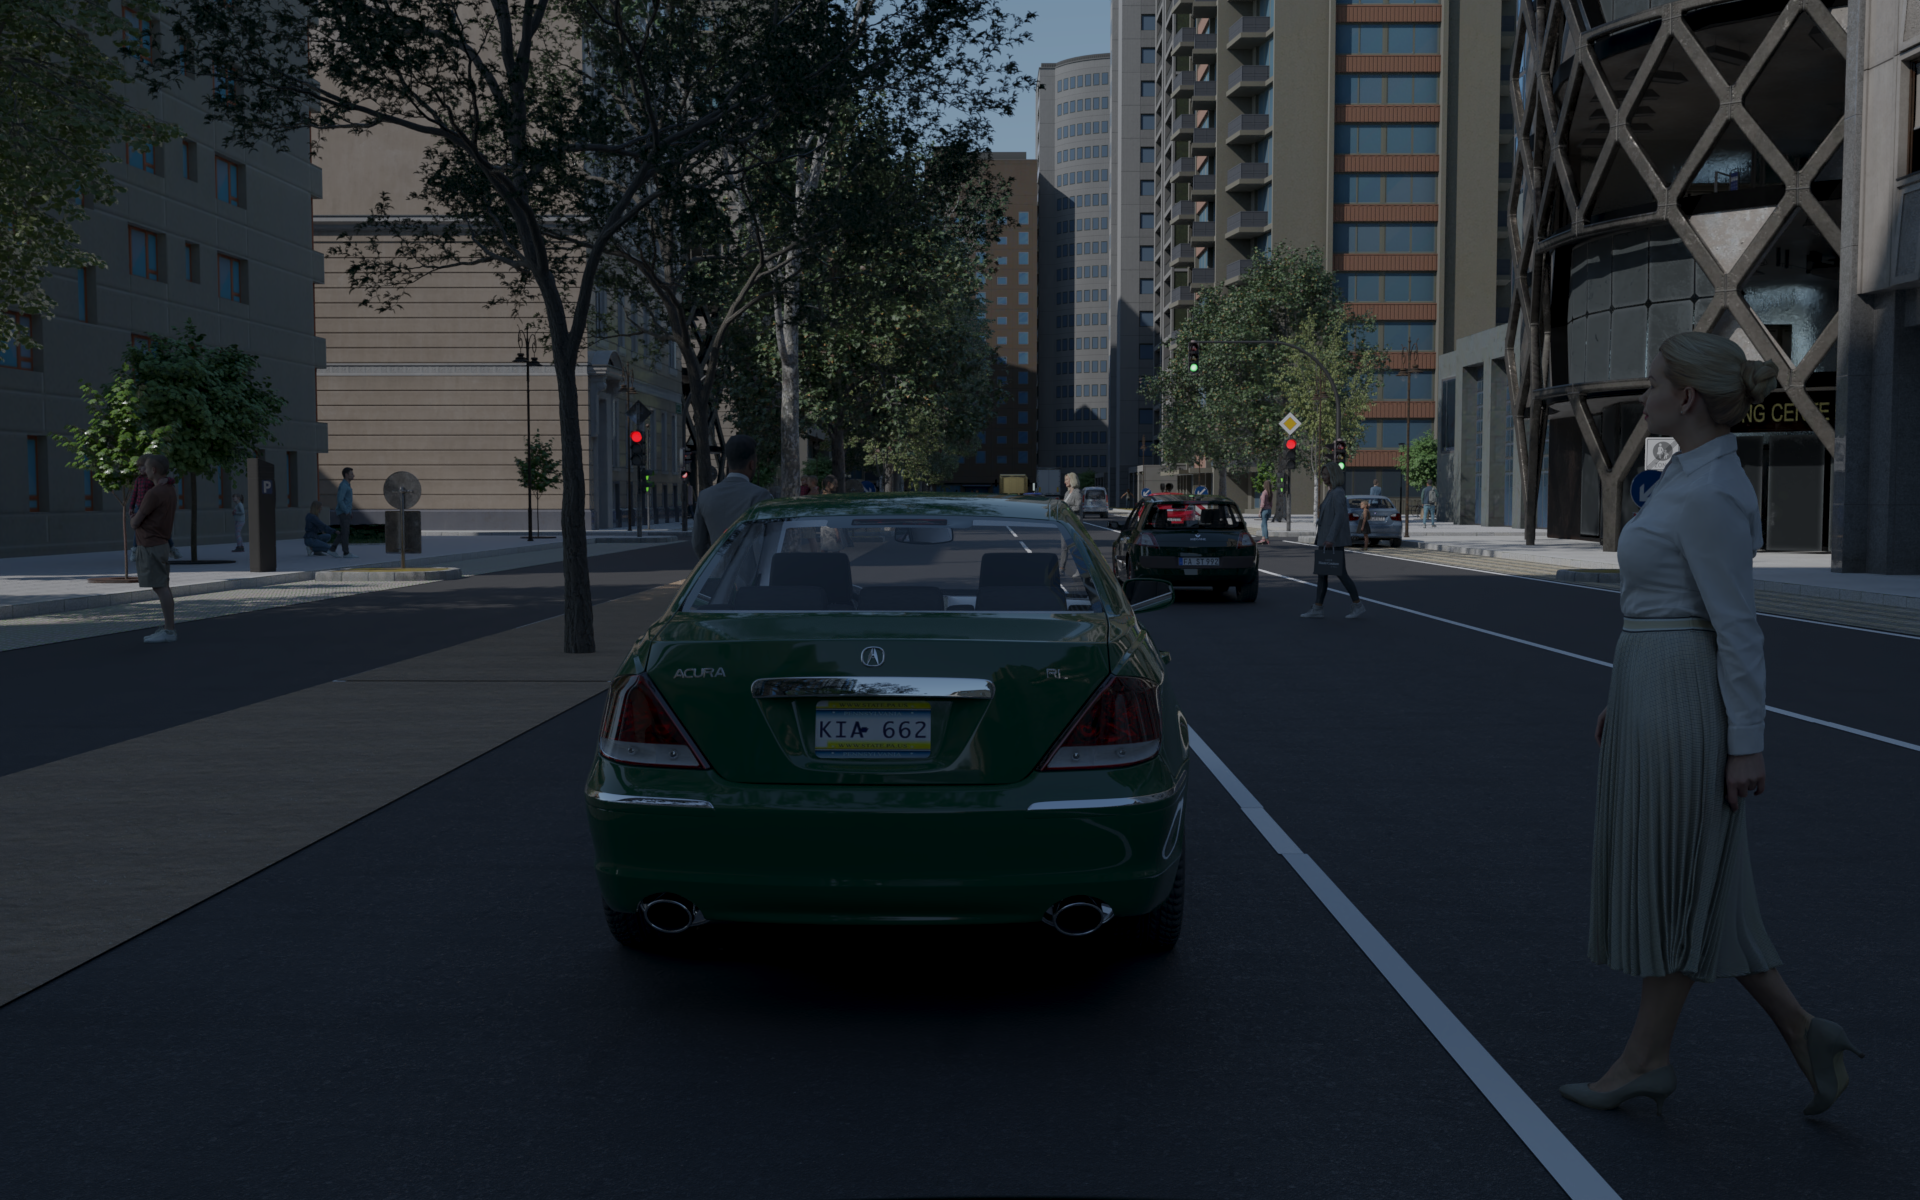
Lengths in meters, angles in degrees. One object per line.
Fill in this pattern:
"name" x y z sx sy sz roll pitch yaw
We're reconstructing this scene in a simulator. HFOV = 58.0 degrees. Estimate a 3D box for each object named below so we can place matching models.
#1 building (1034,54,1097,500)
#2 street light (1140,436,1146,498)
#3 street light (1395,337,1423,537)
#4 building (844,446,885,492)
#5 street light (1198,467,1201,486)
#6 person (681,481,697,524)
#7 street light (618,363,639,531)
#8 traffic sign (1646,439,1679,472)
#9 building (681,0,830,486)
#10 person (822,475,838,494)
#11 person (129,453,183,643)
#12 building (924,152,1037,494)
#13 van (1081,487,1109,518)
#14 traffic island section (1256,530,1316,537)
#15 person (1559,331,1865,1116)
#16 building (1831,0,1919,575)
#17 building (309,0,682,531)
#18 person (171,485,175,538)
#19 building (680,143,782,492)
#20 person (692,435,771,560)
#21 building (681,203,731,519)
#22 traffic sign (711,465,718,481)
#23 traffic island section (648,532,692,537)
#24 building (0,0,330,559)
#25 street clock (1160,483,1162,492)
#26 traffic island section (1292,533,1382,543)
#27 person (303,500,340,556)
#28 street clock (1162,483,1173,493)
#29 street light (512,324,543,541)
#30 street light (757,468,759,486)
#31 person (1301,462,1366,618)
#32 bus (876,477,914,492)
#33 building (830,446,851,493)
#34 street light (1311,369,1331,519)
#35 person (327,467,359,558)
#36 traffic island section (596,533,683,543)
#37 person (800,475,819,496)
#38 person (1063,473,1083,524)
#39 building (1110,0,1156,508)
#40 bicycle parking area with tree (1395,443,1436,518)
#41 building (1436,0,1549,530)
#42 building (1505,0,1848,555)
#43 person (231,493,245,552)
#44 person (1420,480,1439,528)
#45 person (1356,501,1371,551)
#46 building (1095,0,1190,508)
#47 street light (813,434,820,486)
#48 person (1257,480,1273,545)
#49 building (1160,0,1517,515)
"building" 24.291 -42.010 228.858 28.212 58.520 21.231 0 4 1
"street light" 14.221 -9.873 134.215 0.468 5.910 1.993 0 4 1
"street light" 13.220 -4.788 51.076 0.468 5.910 1.993 0 4 1
"building" -20.454 -35.203 230.198 28.867 44.769 22.147 0 4 1
"street light" 13.752 -7.744 99.406 0.468 5.910 1.993 0 4 1
"person" -11.445 -4.108 73.122 0.836 1.842 0.656 2 4 34
"street light" -11.533 -5.355 60.336 0.468 5.910 1.993 0 4 1
"traffic sign" 12.746 -1.796 31.500 0.606 2.300 0.079 0 4 2
"building" -22.522 -31.897 145.209 21.300 48.544 21.600 0 4 1
"person" -2.026 -1.077 26.865 0.466 1.731 0.760 2 4 23
"person" -7.829 -0.513 16.863 0.580 1.828 0.573 2 4 30
"building" 2.684 -35.215 225.879 14.200 45.320 14.600 0 4 1
"van" 7.934 -5.918 103.771 2.013 2.044 4.112 0 4 0
"traffic island section" 11.322 -2.280 59.561 2.009 0.180 2.903 0 4 1
"person" 1.732 0.291 3.961 0.641 1.798 0.478 2 4 30
"building" 20.178 -12.211 17.671 12.078 24.808 19.932 0 4 1
"building" -19.061 -17.361 69.753 13.634 28.700 20.117 0 4 1
"person" -16.850 -1.875 36.482 0.659 1.850 0.755 -3 5 -41
"building" -18.670 -19.468 115.565 12.463 27.353 25.104 0 4 1
"person" -1.369 -0.108 10.542 0.678 1.792 0.850 2 4 25
"building" -20.495 -13.571 89.343 16.820 18.784 16.811 0 4 1
"traffic sign" -11.008 -4.640 75.971 0.768 2.556 0.104 1 4 10
"traffic island section" -9.518 -2.294 59.793 2.009 0.180 2.903 0 4 1
"building" -33.477 -11.779 37.622 28.899 21.520 27.650 0 4 1
"street clock" 13.488 -6.776 115.364 0.358 2.002 0.471 -1 4 -8
"traffic island section" 11.234 -1.792 51.576 2.009 0.180 2.903 0 4 1
"person" -13.286 -1.496 36.004 0.738 1.151 1.012 -2 4 -27
"street clock" 13.607 -6.603 112.534 0.471 2.002 0.358 3 4 37
"street light" -11.697 -4.538 46.979 0.468 5.910 1.993 0 4 1
"street light" -11.090 -7.484 95.145 0.468 5.910 1.993 0 4 1
"person" 4.313 -0.686 19.904 0.728 1.800 0.709 0 4 2
"bus" -5.053 -9.219 145.593 2.948 3.499 13.247 0 4 2
"building" -23.363 -33.736 171.184 23.786 49.044 30.456 0 4 1
"street light" 13.367 -5.600 64.344 0.468 5.910 1.993 0 4 1
"person" -12.417 -1.757 34.795 0.620 1.820 0.660 -1 4 -19
"traffic island section" -9.606 -1.806 51.809 2.009 0.180 2.903 0 4 1
"person" -3.088 -1.648 35.420 0.580 1.828 0.573 2 4 31
"person" 1.892 -1.298 29.899 0.526 1.800 0.537 -1 4 -19
"building" 25.510 -38.635 173.685 21.231 58.520 28.212 0 4 1
"bicycle parking area with tree" 26.308 -6.624 95.298 9.016 4.147 8.231 -1 4 -17
"building" 36.149 -46.194 67.936 31.000 86.520 22.319 0 4 1
"building" 22.271 -10.663 41.791 16.820 18.784 16.811 0 4 1
"person" -15.983 -1.713 38.327 0.425 1.301 0.394 2 4 33
"person" 17.468 -3.585 64.637 0.794 1.824 0.713 3 5 39
"person" 10.182 -1.867 43.698 0.373 1.253 0.362 1 4 17
"building" 26.463 -46.447 197.655 20.563 71.187 20.611 0 4 1
"street light" -10.728 -9.613 129.955 0.468 5.910 1.993 0 4 1
"person" 8.671 -2.482 49.089 0.388 1.821 0.555 2 4 35
"building" 26.192 -28.432 119.485 22.147 44.769 28.867 0 4 1
